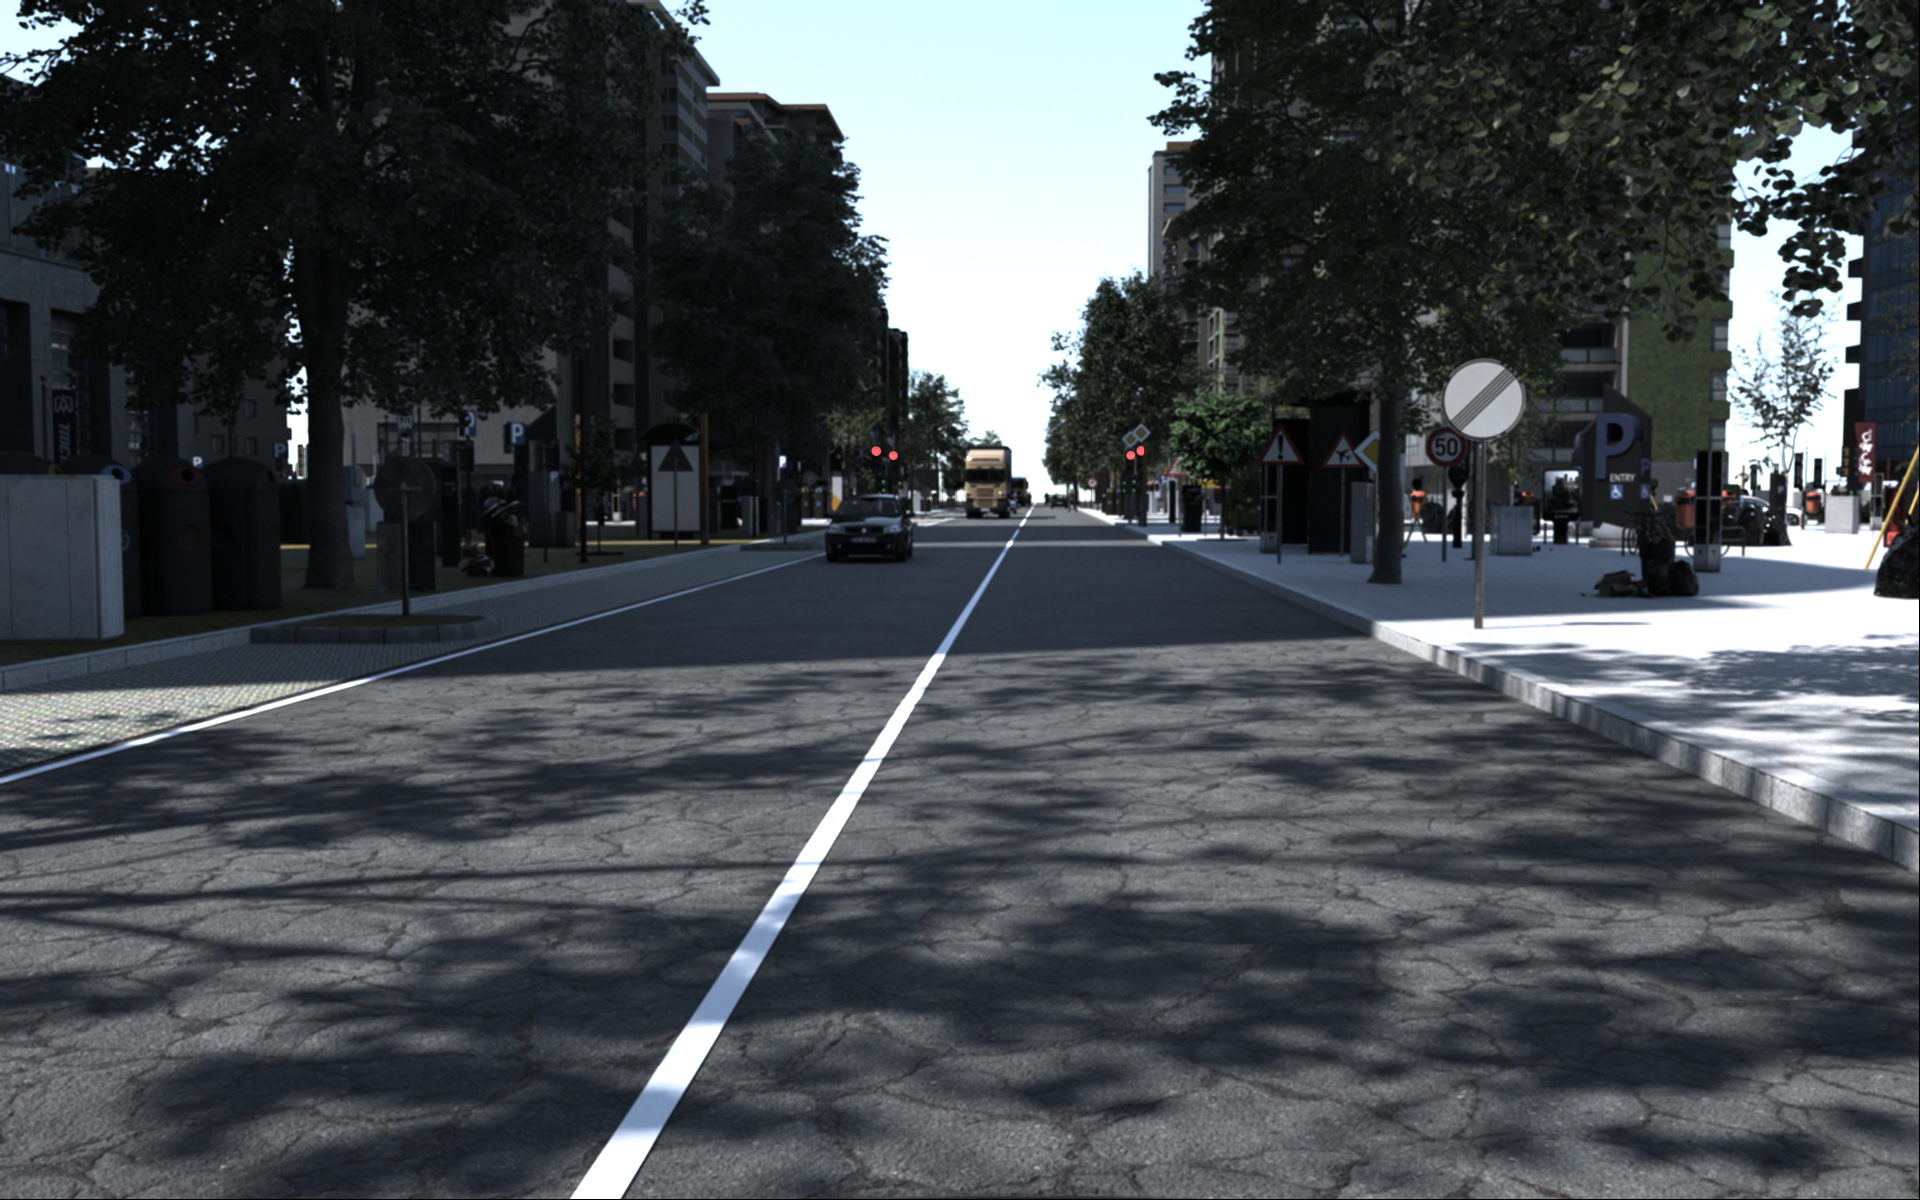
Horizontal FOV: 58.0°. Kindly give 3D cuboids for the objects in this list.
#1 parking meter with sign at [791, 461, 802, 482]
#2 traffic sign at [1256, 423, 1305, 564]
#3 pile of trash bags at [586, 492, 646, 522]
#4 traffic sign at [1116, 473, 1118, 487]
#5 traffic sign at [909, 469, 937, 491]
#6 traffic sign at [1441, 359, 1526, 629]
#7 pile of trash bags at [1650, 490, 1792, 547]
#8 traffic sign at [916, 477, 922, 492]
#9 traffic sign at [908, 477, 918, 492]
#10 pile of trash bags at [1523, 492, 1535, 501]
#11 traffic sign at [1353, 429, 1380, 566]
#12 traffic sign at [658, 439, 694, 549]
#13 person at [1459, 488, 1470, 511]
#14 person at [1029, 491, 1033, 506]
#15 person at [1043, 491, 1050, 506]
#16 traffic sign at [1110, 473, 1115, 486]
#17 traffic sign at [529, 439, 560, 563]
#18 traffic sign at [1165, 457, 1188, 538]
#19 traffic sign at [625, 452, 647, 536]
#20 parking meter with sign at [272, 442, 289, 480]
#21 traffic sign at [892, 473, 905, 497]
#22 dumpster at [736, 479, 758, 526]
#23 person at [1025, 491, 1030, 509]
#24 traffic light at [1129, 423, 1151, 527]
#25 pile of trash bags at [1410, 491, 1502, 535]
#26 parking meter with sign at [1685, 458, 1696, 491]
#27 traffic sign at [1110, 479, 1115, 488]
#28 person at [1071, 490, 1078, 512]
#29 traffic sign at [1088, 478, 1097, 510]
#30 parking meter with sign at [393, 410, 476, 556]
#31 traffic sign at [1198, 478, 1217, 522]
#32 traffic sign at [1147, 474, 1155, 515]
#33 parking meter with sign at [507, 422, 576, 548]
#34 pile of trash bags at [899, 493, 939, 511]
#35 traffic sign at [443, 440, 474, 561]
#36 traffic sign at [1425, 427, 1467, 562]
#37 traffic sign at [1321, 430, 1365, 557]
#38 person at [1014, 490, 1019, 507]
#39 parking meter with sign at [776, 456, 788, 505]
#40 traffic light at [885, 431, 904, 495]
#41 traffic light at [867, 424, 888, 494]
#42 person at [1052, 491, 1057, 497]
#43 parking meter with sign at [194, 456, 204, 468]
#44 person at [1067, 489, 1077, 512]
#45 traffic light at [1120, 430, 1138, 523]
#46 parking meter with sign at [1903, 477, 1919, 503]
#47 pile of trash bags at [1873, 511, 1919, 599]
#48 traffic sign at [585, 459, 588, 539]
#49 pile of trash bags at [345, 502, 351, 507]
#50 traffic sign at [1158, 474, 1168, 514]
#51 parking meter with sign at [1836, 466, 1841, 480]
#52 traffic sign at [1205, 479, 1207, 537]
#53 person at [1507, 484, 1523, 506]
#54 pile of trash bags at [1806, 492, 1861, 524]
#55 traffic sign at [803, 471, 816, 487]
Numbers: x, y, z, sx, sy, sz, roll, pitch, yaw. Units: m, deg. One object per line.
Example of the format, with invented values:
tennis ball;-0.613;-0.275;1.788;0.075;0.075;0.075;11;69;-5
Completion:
parking meter with sign;-9.325;-5.866;92.175;1.738;3.016;0.543;-1;4;-12
traffic sign;5.863;-1.940;31.728;0.884;2.594;0.081;1;4;9
pile of trash bags;-15.941;-4.309;80.206;3.447;1.369;1.912;2;4;28
traffic sign;14.034;-9.209;144.444;2.265;3.308;0.079;0;4;4
traffic sign;-3.018;-8.956;140.311;2.265;3.308;0.079;1;4;9
traffic sign;4.941;-0.998;16.429;0.768;2.556;0.104;1;4;12
pile of trash bags;18.823;-2.017;42.729;3.447;1.369;1.912;-2;4;-32
traffic sign;-3.360;-8.182;133.777;0.884;2.594;0.081;1;4;8
traffic sign;-3.486;-7.864;128.678;0.768;2.556;0.104;1;4;11
pile of trash bags;23.517;-4.060;76.129;3.447;1.369;1.912;0;3;0
traffic sign;7.366;-1.808;30.754;0.795;2.450;0.064;0;4;5
traffic sign;-6.678;-2.487;40.669;0.884;2.594;0.081;1;4;10
person;20.993;-3.872;72.234;0.576;1.772;0.534;2;4;29
person;8.741;-12.622;214.863;0.705;1.824;1.348;-1;4;-18
person;10.474;-12.260;209.500;0.990;1.755;0.434;1;4;19
traffic sign;13.413;-9.625;151.249;2.265;3.308;0.079;0;4;3
traffic sign;-7.703;-1.836;32.149;0.606;2.300;0.079;1;4;10
traffic sign;6.492;-3.124;51.079;0.884;2.594;0.081;1;4;11
traffic sign;-9.897;-3.250;53.140;0.884;2.594;0.081;1;4;11
parking meter with sign;-22.954;-3.752;57.605;0.543;3.016;1.738;0;4;4
traffic sign;-3.731;-6.387;104.540;0.768;2.556;0.104;0;4;7
dumpster;-8.294;-3.870;69.034;1.264;1.857;1.865;0;4;3
person;6.685;-9.920;171.226;0.617;1.759;0.750;0;4;-4
traffic light;7.118;-4.860;68.390;0.839;4.253;0.868;0;4;3
pile of trash bags;15.656;-2.832;56.062;1.912;1.369;3.447;-1;4;-20
parking meter with sign;35.840;-5.415;84.791;0.543;3.016;1.738;0;4;5
traffic sign;12.909;-9.094;148.694;0.884;2.594;0.081;0;4;5
person;9.349;-8.106;141.615;0.643;1.750;0.593;0;4;-1
traffic sign;10.451;-8.352;136.666;0.768;2.556;0.104;1;4;11
parking meter with sign;-11.015;-2.442;36.185;1.738;3.016;0.543;1;4;13
traffic sign;11.868;-5.153;78.120;2.265;3.308;0.079;1;4;10
traffic sign;11.787;-6.592;107.893;0.768;2.556;0.104;0;4;6
parking meter with sign;-10.009;-2.772;41.582;1.738;3.016;0.543;2;4;28
pile of trash bags;-3.416;-7.884;138.649;3.447;1.369;1.912;0;4;3
traffic sign;-9.538;-1.887;32.977;0.606;2.300;0.079;0;4;5
traffic sign;9.189;-2.000;32.798;0.768;2.556;0.104;1;4;9
traffic sign;7.804;-2.162;35.355;0.884;2.594;0.081;0;4;5
person;6.242;-11.076;189.455;0.599;1.838;0.709;2;4;32
parking meter with sign;-8.613;-5.006;78.103;1.738;3.016;0.543;-3;5;-43
traffic light;-2.910;-5.377;76.834;0.839;4.253;0.868;0;4;3
traffic light;-3.283;-4.889;68.858;0.839;4.253;0.868;0;4;3
person;12.653;-13.442;228.351;1.350;1.814;0.705;0;4;-8
parking meter with sign;-35.406;-5.191;81.126;0.543;3.016;1.738;0;4;-5
person;9.101;-8.052;140.063;0.836;1.842;0.656;2;4;32
traffic light;7.491;-5.348;76.366;0.839;4.253;0.868;0;4;3
parking meter with sign;69.681;-7.982;126.771;1.738;3.016;0.543;0;4;-8
pile of trash bags;13.182;-0.691;21.049;3.447;1.369;1.912;0;4;0
traffic sign;-10.746;-3.025;49.560;0.768;2.556;0.104;1;4;12
pile of trash bags;-23.198;-3.177;61.696;3.447;1.369;1.912;-2;4;-33
traffic sign;13.082;-6.786;111.060;0.768;2.556;0.104;1;4;10
parking meter with sign;55.502;-6.864;108.482;0.543;3.016;1.738;0;4;2
traffic sign;7.373;-3.108;51.998;0.795;2.450;0.064;1;4;10
person;23.024;-3.887;71.823;0.659;1.850;0.755;1;4;14
pile of trash bags;38.130;-4.002;75.181;3.447;1.369;1.912;-1;4;-21
traffic sign;-8.416;-5.923;96.939;0.768;2.556;0.104;0;4;4
